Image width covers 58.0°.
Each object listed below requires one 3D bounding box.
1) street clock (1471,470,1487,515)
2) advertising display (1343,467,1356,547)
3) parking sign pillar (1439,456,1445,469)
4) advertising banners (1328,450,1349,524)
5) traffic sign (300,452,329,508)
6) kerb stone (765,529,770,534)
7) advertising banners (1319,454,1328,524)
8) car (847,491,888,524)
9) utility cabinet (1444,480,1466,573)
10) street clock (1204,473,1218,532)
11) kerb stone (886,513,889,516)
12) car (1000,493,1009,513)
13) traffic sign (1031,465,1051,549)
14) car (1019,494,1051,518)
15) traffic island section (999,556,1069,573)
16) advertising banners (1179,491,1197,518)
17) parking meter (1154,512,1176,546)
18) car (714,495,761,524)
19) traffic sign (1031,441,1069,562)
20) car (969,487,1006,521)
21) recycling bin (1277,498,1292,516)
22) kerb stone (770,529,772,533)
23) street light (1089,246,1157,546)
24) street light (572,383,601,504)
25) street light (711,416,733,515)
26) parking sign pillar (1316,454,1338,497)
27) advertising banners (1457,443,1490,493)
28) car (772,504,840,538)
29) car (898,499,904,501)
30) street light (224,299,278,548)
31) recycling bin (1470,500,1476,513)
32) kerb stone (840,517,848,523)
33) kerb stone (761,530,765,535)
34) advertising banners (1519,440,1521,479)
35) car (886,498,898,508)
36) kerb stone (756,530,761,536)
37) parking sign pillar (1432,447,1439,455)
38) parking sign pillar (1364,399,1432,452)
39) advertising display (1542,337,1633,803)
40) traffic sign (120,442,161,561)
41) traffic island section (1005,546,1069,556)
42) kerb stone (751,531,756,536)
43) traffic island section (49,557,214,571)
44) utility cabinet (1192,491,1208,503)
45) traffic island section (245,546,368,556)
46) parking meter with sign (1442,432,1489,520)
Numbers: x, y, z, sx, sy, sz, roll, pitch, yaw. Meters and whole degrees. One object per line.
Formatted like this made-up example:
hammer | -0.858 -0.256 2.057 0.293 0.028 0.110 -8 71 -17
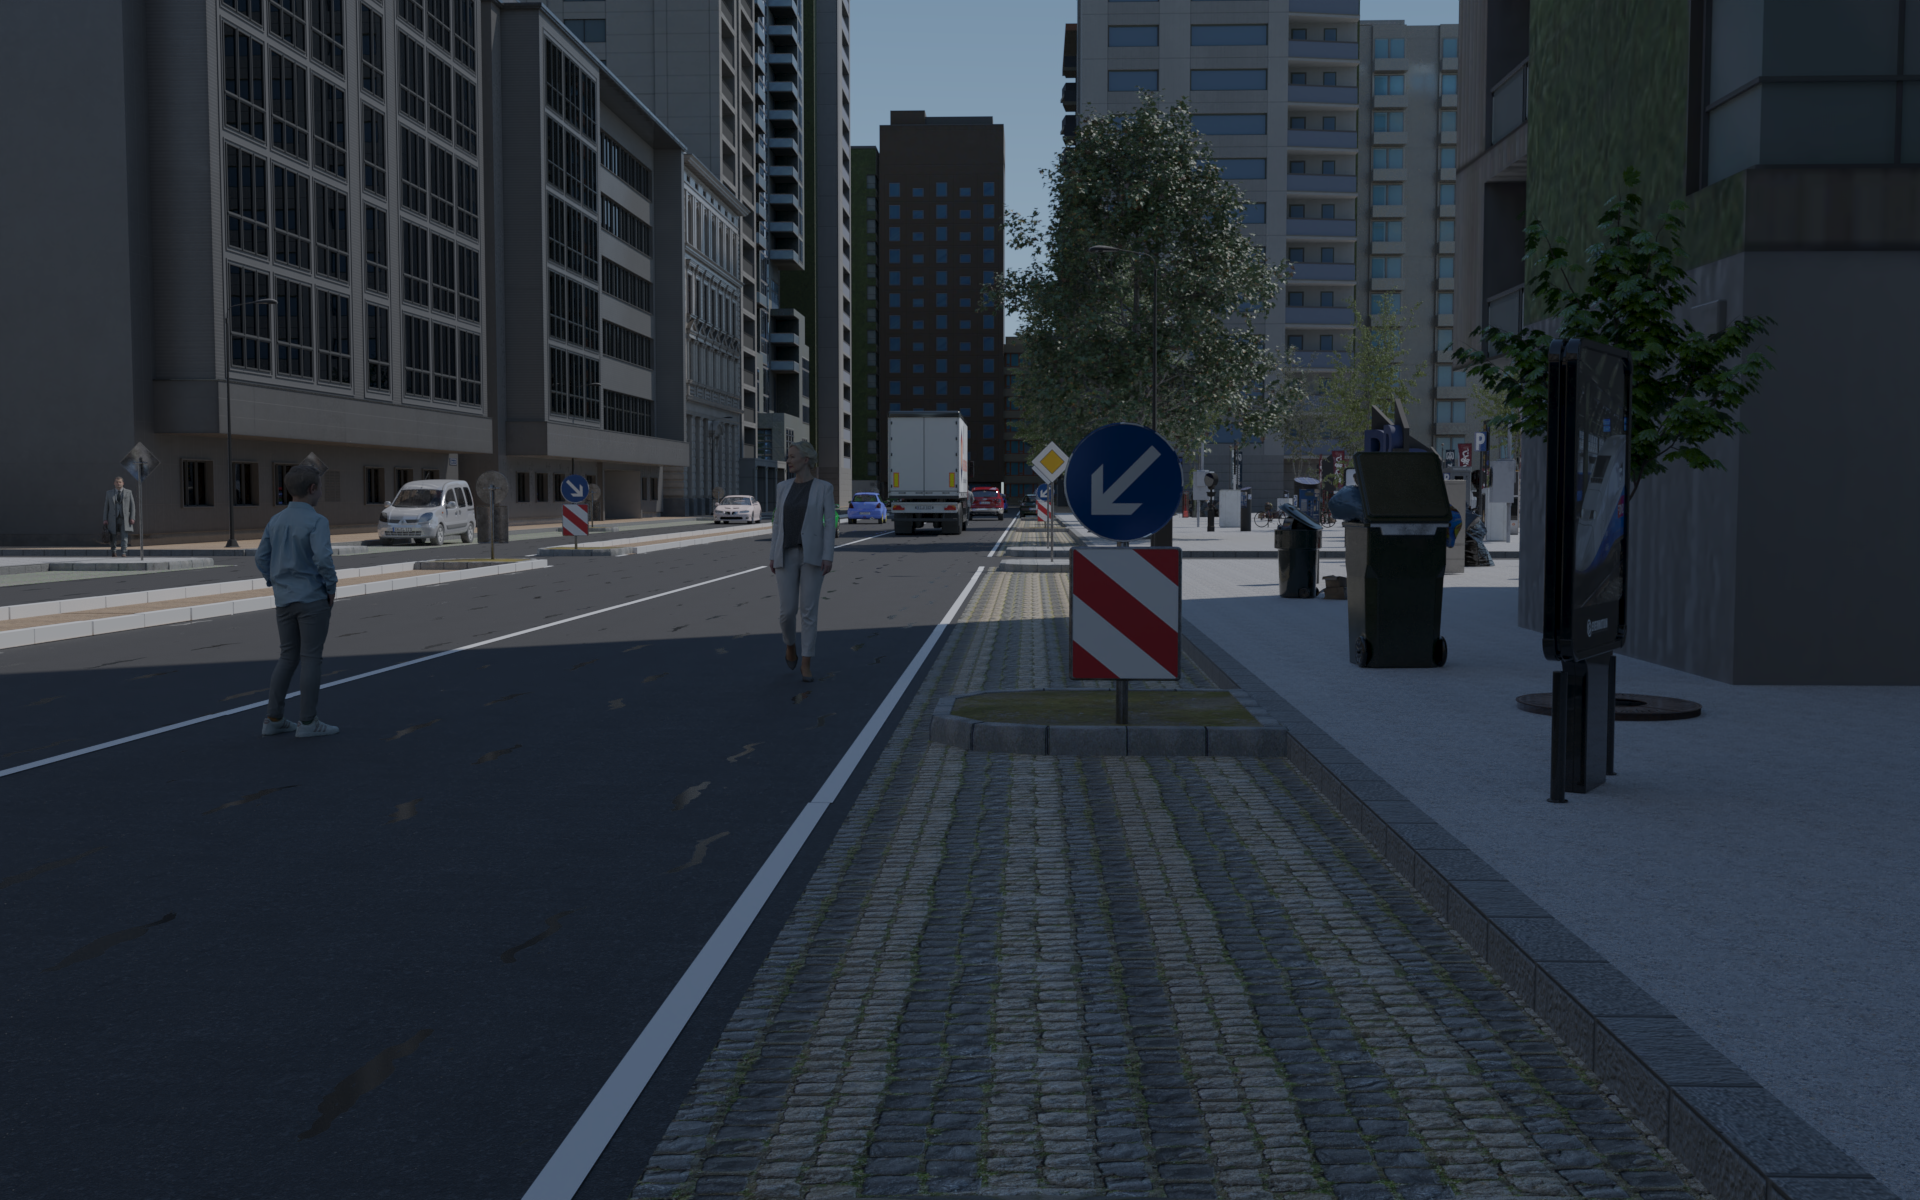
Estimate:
street clock | 15.326 -2.857 51.276 0.471 2.002 0.358 1 4 15
advertising display | 9.797 -2.254 42.074 0.974 1.923 0.123 0 4 -2
parking sign pillar | 26.942 -6.714 98.244 1.447 3.967 1.447 -1 4 -17
advertising banners | 15.909 -4.474 69.332 2.074 3.025 0.090 1 4 17
traffic sign | -15.465 -2.307 41.368 0.795 2.450 0.064 0 4 2
kerb stone | -6.999 -2.414 61.659 0.120 0.150 1.000 0 4 2
advertising banners | 15.670 -4.790 74.501 0.090 3.025 2.074 0 3 0
car | -4.475 -4.537 83.779 1.945 1.707 3.694 0 4 1
utility cabinet | 7.461 -1.158 27.608 1.173 1.500 0.318 -1 4 -19
street clock | 8.546 -3.325 58.941 0.358 2.002 0.471 -2 4 -35
kerb stone | -4.791 -5.668 114.917 0.120 0.150 1.000 0 4 2
car | 2.801 -7.581 133.535 1.945 1.707 3.694 0 4 4
traffic sign | 2.064 -2.262 40.624 0.795 2.450 0.064 0 4 2
car | 4.453 -5.687 102.765 2.009 1.686 4.222 0 4 4
traffic island section | 1.757 -0.639 32.722 2.009 0.180 2.903 0 4 2
advertising banners | 12.169 -5.938 93.271 2.074 3.025 0.090 -3 5 -42
parking meter | 2.917 -1.171 24.853 0.255 1.863 0.399 0 4 4
car | -10.750 -4.376 83.909 2.083 1.381 4.827 0 4 1
traffic sign | 1.733 -1.774 32.646 0.795 2.450 0.064 0 4 2
car | 1.380 -5.287 95.122 2.281 1.827 5.304 0 4 1
recycling bin | 19.261 -5.514 102.706 0.722 1.027 0.722 2 4 28
kerb stone | -6.959 -2.469 62.693 0.120 0.150 1.000 0 4 2
street light | 3.109 -3.670 32.539 1.470 5.913 1.316 0 4 2
street light | -15.709 -6.122 72.643 1.470 5.913 1.316 0 4 2
street light | -14.279 -8.023 103.719 1.470 5.913 1.316 0 4 2
parking sign pillar | 22.949 -7.322 108.192 1.447 3.967 1.447 2 4 34
advertising banners | 17.945 -3.846 59.071 2.074 3.025 0.090 3 4 38
car | -4.869 -2.831 55.075 1.959 1.807 4.718 0 4 2
car | -3.262 -6.755 119.477 2.155 1.783 4.494 0 4 1
street light | -16.939 -4.211 41.389 1.470 5.913 1.316 0 4 2
recycling bin | 21.776 -3.739 73.684 0.722 1.027 0.722 0 4 7
kerb stone | -5.895 -4.042 88.288 0.120 0.150 1.000 0 4 2
kerb stone | -7.040 -2.351 60.630 0.120 0.150 1.000 0 4 2
advertising banners | 10.690 -2.139 31.153 2.074 3.025 0.090 -2 4 -30
car | -6.915 -10.772 185.902 2.009 1.686 4.222 0 4 4
kerb stone | -7.085 -2.288 59.606 0.120 0.150 1.000 0 4 2
parking sign pillar | 19.507 -5.217 73.774 1.447 3.967 1.447 1 4 14
parking sign pillar | 12.164 -3.658 48.284 1.447 3.967 1.447 0 4 2
advertising display | 2.729 -0.141 7.523 0.123 1.923 0.974 2 4 34
traffic sign | -15.795 -1.819 33.389 0.795 2.450 0.064 0 4 2
traffic island section | 2.087 -1.127 40.700 2.009 0.180 2.903 0 4 2
kerb stone | -7.128 -2.225 58.575 0.120 0.150 1.000 0 4 2
traffic island section | -15.819 -0.683 33.452 2.009 0.180 2.903 0 4 2
utility cabinet | 15.352 -6.241 110.719 1.173 1.500 0.318 -3 4 -38
traffic island section | -15.489 -1.171 41.430 2.009 0.180 2.903 0 4 2
parking meter with sign | 13.798 -3.177 48.206 1.738 3.016 0.543 -1 4 -19
